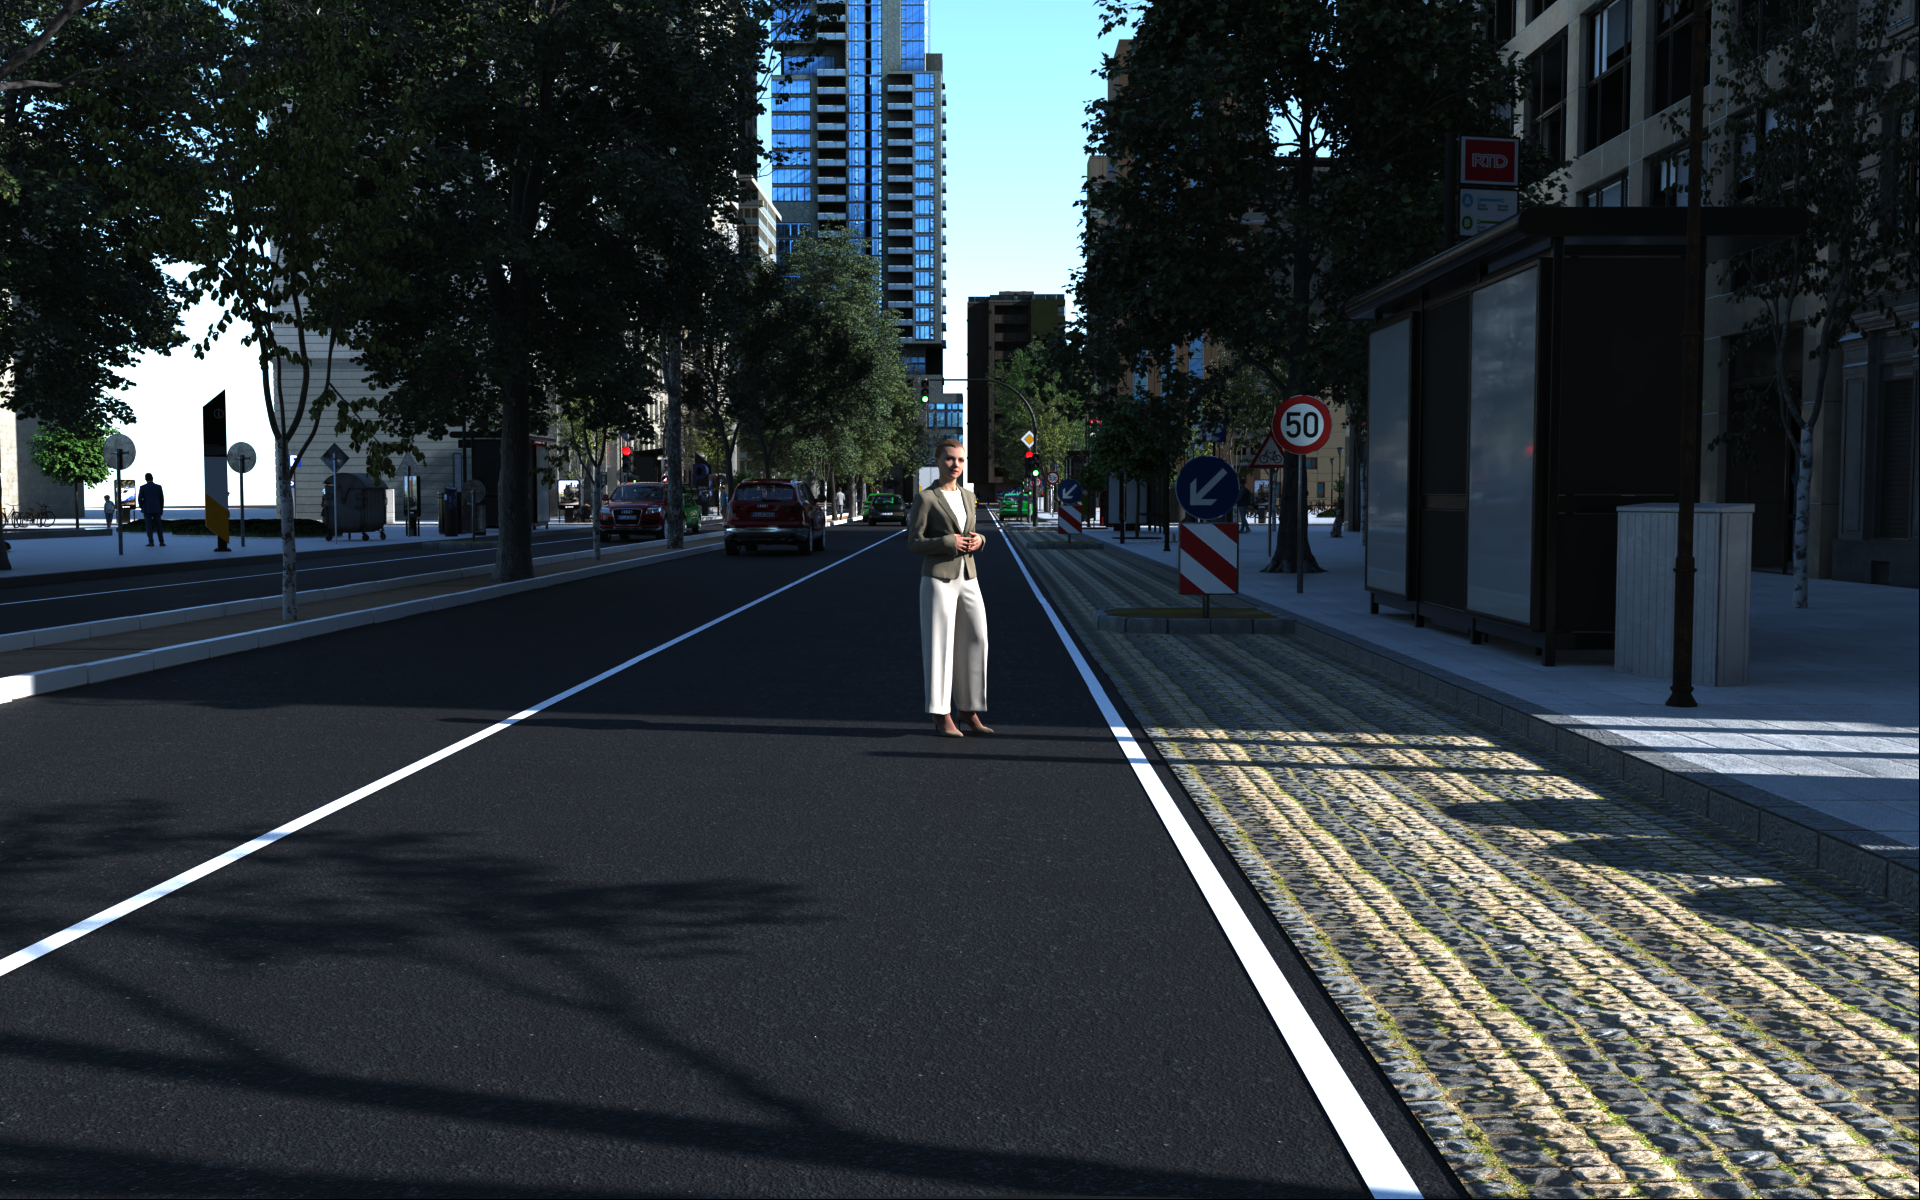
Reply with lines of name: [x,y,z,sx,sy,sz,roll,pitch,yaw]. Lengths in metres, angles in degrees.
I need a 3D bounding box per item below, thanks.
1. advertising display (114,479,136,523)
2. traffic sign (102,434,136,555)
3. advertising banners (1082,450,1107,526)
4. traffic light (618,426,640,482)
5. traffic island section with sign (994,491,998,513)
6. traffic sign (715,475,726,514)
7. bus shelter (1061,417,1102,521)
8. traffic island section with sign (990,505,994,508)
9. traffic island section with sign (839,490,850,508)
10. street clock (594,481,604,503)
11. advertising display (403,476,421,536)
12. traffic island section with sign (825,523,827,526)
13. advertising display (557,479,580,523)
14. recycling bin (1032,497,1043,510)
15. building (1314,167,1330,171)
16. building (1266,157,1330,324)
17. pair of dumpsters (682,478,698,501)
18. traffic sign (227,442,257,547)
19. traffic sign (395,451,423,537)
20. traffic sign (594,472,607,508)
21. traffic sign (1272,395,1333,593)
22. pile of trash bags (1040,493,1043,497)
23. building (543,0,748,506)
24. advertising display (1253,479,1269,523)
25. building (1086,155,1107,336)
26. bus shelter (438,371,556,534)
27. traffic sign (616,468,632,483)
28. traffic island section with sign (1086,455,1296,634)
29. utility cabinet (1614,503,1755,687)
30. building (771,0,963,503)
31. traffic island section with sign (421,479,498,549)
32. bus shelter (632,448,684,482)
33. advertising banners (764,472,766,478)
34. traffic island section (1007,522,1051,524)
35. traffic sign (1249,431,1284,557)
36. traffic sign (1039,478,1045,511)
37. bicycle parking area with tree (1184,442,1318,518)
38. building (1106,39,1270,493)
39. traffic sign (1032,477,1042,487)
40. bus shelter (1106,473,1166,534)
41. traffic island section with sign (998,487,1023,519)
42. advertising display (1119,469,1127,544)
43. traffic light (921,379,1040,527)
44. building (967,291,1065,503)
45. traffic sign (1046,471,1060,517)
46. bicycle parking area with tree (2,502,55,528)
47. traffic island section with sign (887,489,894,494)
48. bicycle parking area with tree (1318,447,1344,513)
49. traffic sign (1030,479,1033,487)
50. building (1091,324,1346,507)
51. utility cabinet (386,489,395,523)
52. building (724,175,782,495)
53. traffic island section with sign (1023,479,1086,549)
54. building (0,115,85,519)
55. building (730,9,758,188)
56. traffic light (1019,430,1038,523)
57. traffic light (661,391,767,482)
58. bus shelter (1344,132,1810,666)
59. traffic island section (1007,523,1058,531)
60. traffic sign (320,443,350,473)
advertising display: [-37.008,-4.377,76.784,0.123,1.923,0.974,2,4,29]
traffic sign: [-17.725,-2.226,36.508,0.768,2.556,0.104,1,4,9]
advertising banners: [5.842,-4.452,68.976,2.074,3.025,0.090,1,4,14]
traffic light: [-13.114,-4.870,68.545,0.839,4.253,0.868,0,4,1]
traffic island section with sign: [3.669,-7.308,128.116,1.989,1.847,2.006,0,4,1]
traffic sign: [-15.627,-6.906,113.014,0.768,2.556,0.104,0,4,7]
bus shelter: [6.282,-6.728,87.632,2.179,5.291,8.768,0,4,1]
traffic island section with sign: [4.224,-10.373,178.228,1.989,1.847,2.006,0,4,1]
traffic island section with sign: [-11.601,-10.393,178.548,1.989,1.847,2.006,0,4,1]
street clock: [-17.547,-4.875,84.283,0.471,2.002,0.358,0,4,7]
advertising display: [-16.743,-2.919,52.932,0.123,1.923,0.974,-3,5,-41]
traffic island section with sign: [-6.942,-4.166,76.252,2.006,1.907,1.989,0,4,1]
advertising display: [-17.306,-4.366,76.601,0.974,1.923,0.123,-2,4,-25]
recycling bin: [6.123,-7.577,136.442,0.722,1.027,0.722,-1,4,-19]
building: [55.719,-38.458,252.496,21.600,48.544,21.300,0,4,1]
building: [39.042,-32.319,212.009,14.086,41.232,14.154,0,4,1]
pair of dumpsters: [-16.674,-6.147,103.003,1.574,2.255,4.437,0,4,1]
traffic sign: [-17.518,-2.577,42.242,0.768,2.556,0.104,0,4,8]
traffic sign: [-16.453,-3.161,51.690,0.884,2.594,0.081,0,4,6]
traffic sign: [-16.743,-4.810,80.773,0.606,2.300,0.079,0,4,4]
traffic sign: [4.400,-1.360,22.336,0.768,2.556,0.104,1,4,10]
pile of trash bags: [7.094,-8.159,143.147,1.912,1.369,3.447,1,4,13]
building: [-36.034,-35.259,165.726,28.713,52.752,27.495,0,4,1]
advertising display: [13.276,-4.333,76.060,0.123,1.923,0.974,-3,4,-36]
building: [22.360,-32.297,211.656,14.154,41.232,14.086,0,4,1]
bus shelter: [-15.968,-4.991,59.241,2.179,5.291,8.768,0,4,1]
traffic sign: [-15.997,-5.037,82.456,0.768,2.556,0.104,1,4,10]
traffic island section with sign: [2.441,-0.606,18.536,1.989,1.847,2.006,0,4,1]
utility cabinet: [4.993,-0.052,12.009,0.306,1.237,1.020,-1,4,-18]
building: [-15.041,-57.469,252.296,31.000,86.520,22.319,0,4,1]
traffic island section with sign: [-13.080,-2.297,46.181,1.989,1.847,2.006,0,4,1]
bus shelter: [-15.945,-6.125,91.425,1.731,3.624,6.357,0,4,1]
advertising banners: [-14.608,-8.664,137.844,2.074,3.025,0.090,-2,4,-25]
traffic island section: [3.076,-3.315,76.480,2.009,0.180,2.903,0,4,1]
traffic sign: [6.356,-2.171,35.499,0.884,2.594,0.081,0,4,6]
traffic sign: [6.202,-8.207,134.289,0.768,2.556,0.104,0,4,4]
bicycle parking area with tree: [15.885,-7.088,102.892,8.231,4.147,9.016,2,4,25]
building: [21.707,-31.710,168.575,14.600,45.320,14.200,0,4,1]
traffic sign: [5.683,-7.849,128.437,0.768,2.556,0.104,0,4,4]
bus shelter: [5.854,-3.899,57.669,2.014,3.302,5.546,0,4,1]
traffic island section with sign: [3.370,-5.660,101.163,1.989,1.847,2.006,0,4,1]
advertising display: [4.238,-2.437,45.061,0.123,1.923,0.974,1,4,10]
traffic light: [0.854,-5.725,68.264,4.771,5.953,1.251,0,4,1]
building: [7.949,-29.248,249.904,14.107,30.474,14.160,0,4,1]
traffic sign: [5.129,-5.845,95.670,0.768,2.556,0.104,1,4,9]
bicycle parking area with tree: [-38.965,-4.702,63.881,8.231,4.147,9.016,1,4,15]
traffic island section with sign: [-6.110,-8.762,151.386,2.006,1.907,1.989,0,4,1]
bicycle parking area with tree: [25.594,-7.391,107.850,8.231,4.147,9.016,-1,4,-15]
traffic sign: [5.649,-8.140,133.191,0.768,2.556,0.104,1,4,10]
building: [28.186,-21.144,190.739,27.650,21.520,28.899,0,4,1]
utility cabinet: [-25.256,-4.164,76.757,0.318,1.500,1.173,-1,4,-15]
building: [-33.807,-31.287,203.419,23.993,40.220,32.217,0,4,1]
traffic island section with sign: [2.742,-2.261,45.590,1.989,1.847,2.006,0,4,1]
building: [-56.476,-14.347,89.328,16.860,20.320,10.420,0,4,1]
building: [-40.903,-49.781,252.174,20.611,71.187,20.563,0,4,1]
traffic light: [3.036,-5.348,76.366,0.839,4.253,0.868,0,4,1]
traffic light: [-10.932,-6.231,76.541,4.771,5.953,1.251,0,4,1]
bus shelter: [5.183,-2.406,16.978,2.179,5.291,8.768,0,4,1]
traffic island section: [2.987,-2.827,68.495,2.009,0.180,2.903,0,4,1]
traffic sign: [-16.051,-2.736,44.474,0.795,2.593,0.064,0,4,7]
